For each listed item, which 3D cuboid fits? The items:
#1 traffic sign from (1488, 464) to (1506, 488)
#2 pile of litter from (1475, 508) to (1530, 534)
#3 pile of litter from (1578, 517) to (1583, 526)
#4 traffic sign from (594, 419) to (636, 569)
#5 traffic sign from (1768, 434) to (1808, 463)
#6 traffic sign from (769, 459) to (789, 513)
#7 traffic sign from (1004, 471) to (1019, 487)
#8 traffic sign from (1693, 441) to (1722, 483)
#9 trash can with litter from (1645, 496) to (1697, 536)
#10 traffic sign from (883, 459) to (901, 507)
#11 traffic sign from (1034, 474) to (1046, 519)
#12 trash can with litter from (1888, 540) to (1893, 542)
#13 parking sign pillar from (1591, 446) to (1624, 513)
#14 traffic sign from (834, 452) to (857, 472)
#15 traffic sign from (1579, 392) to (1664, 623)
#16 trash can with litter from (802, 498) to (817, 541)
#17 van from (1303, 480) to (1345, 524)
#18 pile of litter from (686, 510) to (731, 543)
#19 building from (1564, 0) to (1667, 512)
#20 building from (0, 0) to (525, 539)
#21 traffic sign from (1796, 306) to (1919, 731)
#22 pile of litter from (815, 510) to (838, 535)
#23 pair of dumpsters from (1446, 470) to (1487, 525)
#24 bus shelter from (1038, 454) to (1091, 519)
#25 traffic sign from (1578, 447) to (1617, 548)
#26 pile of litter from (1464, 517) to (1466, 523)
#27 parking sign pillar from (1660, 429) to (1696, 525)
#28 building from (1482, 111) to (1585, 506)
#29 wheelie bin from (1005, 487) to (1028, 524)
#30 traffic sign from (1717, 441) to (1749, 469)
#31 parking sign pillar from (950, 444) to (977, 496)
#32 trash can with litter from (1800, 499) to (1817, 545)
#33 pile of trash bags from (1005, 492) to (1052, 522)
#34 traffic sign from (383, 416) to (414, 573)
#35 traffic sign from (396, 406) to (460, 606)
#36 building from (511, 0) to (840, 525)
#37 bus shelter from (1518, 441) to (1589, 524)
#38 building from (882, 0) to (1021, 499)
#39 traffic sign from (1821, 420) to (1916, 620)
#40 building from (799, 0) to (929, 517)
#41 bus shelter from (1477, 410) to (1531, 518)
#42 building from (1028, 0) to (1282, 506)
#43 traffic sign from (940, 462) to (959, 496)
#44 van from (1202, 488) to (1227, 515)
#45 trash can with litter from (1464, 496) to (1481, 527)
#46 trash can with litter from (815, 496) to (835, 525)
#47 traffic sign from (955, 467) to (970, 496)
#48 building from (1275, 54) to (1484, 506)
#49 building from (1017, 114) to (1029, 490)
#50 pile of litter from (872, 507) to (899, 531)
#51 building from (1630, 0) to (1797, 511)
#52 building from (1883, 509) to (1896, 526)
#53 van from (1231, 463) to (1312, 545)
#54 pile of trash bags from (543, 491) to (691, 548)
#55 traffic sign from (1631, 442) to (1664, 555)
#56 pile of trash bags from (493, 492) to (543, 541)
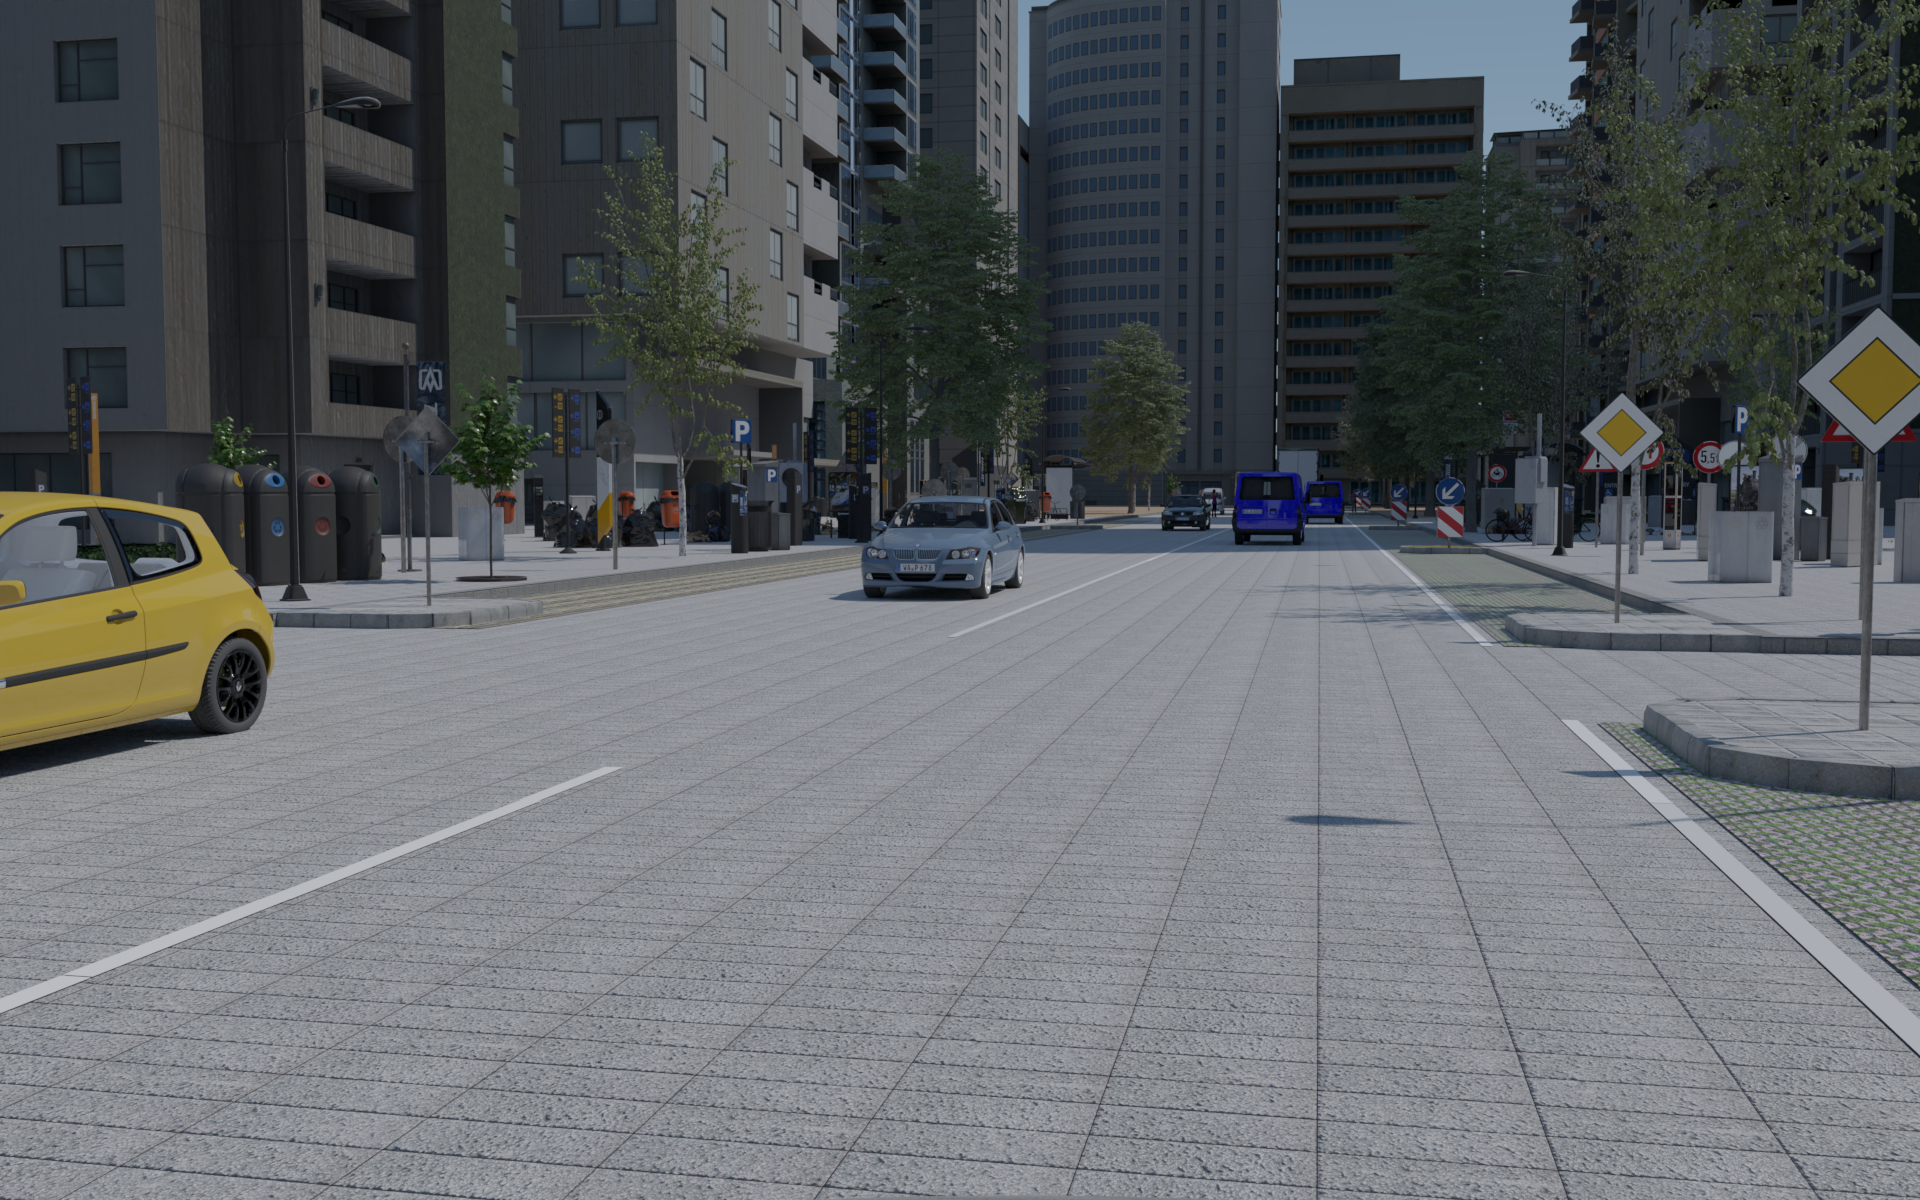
[{"bbox_3d":[22.937,-4.521,74.024,0.768,2.556,0.104,1,4,15],"label":"traffic sign"},{"bbox_3d":[17.525,-2.561,55.832,1.176,0.858,1.719,-3,5,-43],"label":"pile of litter"},{"bbox_3d":[22.667,-3.125,65.059,1.719,0.858,1.176,-1,4,-21],"label":"pile of litter"},{"bbox_3d":[-5.866,-1.793,29.416,0.768,2.556,0.104,1,4,14],"label":"traffic sign"},{"bbox_3d":[17.177,-2.197,36.033,0.768,2.556,0.104,1,4,16],"label":"traffic sign"},{"bbox_3d":[-5.216,-2.929,50.014,0.606,2.300,0.079,1,4,14],"label":"traffic sign"},{"bbox_3d":[2.586,-5.261,87.203,0.795,2.450,0.064,1,4,16],"label":"traffic sign"},{"bbox_3d":[18.079,-2.551,41.822,0.768,2.556,0.104,1,4,13],"label":"traffic sign"},{"bbox_3d":[22.231,-2.629,54.036,2.233,1.210,1.678,1,4,9],"label":"trash can with litter"},{"bbox_3d":[-2.540,-3.879,63.532,0.768,2.556,0.104,1,4,15],"label":"traffic sign"},{"bbox_3d":[4.057,-5.245,87.892,0.606,2.300,0.079,1,4,17],"label":"traffic sign"},{"bbox_3d":[25.832,-2.133,45.924,2.233,1.210,1.678,1,4,19],"label":"trash can with litter"},{"bbox_3d":[29.274,-5.494,78.303,1.447,3.967,1.447,0,4,4],"label":"parking sign pillar"},{"bbox_3d":[-3.484,-3.214,52.555,0.884,2.594,0.081,1,4,15],"label":"traffic sign"},{"bbox_3d":[6.535,-0.828,17.173,0.795,2.450,0.064,1,4,12],"label":"traffic sign"},{"bbox_3d":[-4.404,-2.176,46.968,1.055,1.170,0.624,0,4,-8],"label":"trash can with litter"},{"bbox_3d":[17.642,-4.892,84.373,2.240,2.365,5.245,1,4,10],"label":"van"},{"bbox_3d":[-6.833,-1.978,46.298,1.176,0.858,1.719,3,5,45],"label":"pile of litter"},{"bbox_3d":[58.293,-29.156,131.328,22.147,44.769,28.867,1,4,12],"label":"building"},{"bbox_3d":[-22.323,-17.005,49.725,14.160,30.474,14.107,1,4,12],"label":"building"},{"bbox_3d":[4.911,-0.349,9.354,0.795,2.450,0.064,1,4,12],"label":"traffic sign"},{"bbox_3d":[-4.352,-2.498,54.808,1.176,0.858,1.719,1,4,22],"label":"pile of litter"},{"bbox_3d":[21.158,-4.293,72.681,1.574,2.255,4.437,1,4,12],"label":"pair of dumpsters"},{"bbox_3d":[5.536,-5.944,91.107,2.014,3.302,5.546,1,4,12],"label":"bus shelter"},{"bbox_3d":[15.264,-2.537,41.480,0.884,2.594,0.081,1,4,19],"label":"traffic sign"},{"bbox_3d":[21.711,-3.797,76.053,1.719,0.858,1.176,-2,4,-31],"label":"pile of litter"},{"bbox_3d":[29.649,-5.077,71.478,1.447,3.967,1.447,3,5,41],"label":"parking sign pillar"},{"bbox_3d":[64.679,-30.870,188.314,14.086,41.232,14.154,1,4,12],"label":"building"},{"bbox_3d":[2.395,-4.039,73.948,0.980,1.594,0.693,-2,4,-29],"label":"wheelie bin"},{"bbox_3d":[18.539,-2.532,41.496,0.768,2.556,0.104,1,4,21],"label":"traffic sign"},{"bbox_3d":[0.186,-6.042,87.260,1.447,3.967,1.447,-1,4,-18],"label":"parking sign pillar"},{"bbox_3d":[19.181,-1.693,39.064,0.624,1.170,1.055,-1,4,-10],"label":"trash can with litter"},{"bbox_3d":[2.814,-4.353,80.930,3.447,1.369,1.912,-2,4,-32],"label":"pile of trash bags"},{"bbox_3d":[-9.064,-1.715,28.148,0.768,2.556,0.104,1,4,19],"label":"traffic sign"},{"bbox_3d":[-6.087,-0.989,19.805,0.795,2.450,0.064,1,4,12],"label":"traffic sign"},{"bbox_3d":[-21.857,-30.290,84.476,28.713,52.752,27.495,1,4,12],"label":"building"},{"bbox_3d":[23.586,-4.596,69.065,2.014,3.302,5.546,1,4,12],"label":"bus shelter"},{"bbox_3d":[-6.557,-43.448,148.620,20.611,71.187,20.563,1,4,12],"label":"building"},{"bbox_3d":[9.202,-1.076,17.595,0.884,2.594,0.081,1,4,13],"label":"traffic sign"},{"bbox_3d":[-14.388,-48.901,112.208,22.319,86.520,31.000,1,4,12],"label":"building"},{"bbox_3d":[25.081,-6.293,80.523,2.179,5.291,8.768,1,4,12],"label":"bus shelter"},{"bbox_3d":[22.502,-40.265,200.327,28.212,58.520,21.231,1,4,12],"label":"building"},{"bbox_3d":[-0.424,-4.141,67.805,0.768,2.556,0.104,1,4,14],"label":"traffic sign"},{"bbox_3d":[17.573,-6.948,120.619,2.013,2.044,4.112,1,4,10],"label":"van"},{"bbox_3d":[19.822,-3.411,66.835,2.233,1.210,1.678,-3,4,-36],"label":"trash can with litter"},{"bbox_3d":[-6.131,-3.687,71.332,2.233,1.210,1.678,-1,4,-17],"label":"trash can with litter"},{"bbox_3d":[0.081,-5.029,82.324,0.768,2.556,0.104,1,4,17],"label":"traffic sign"},{"bbox_3d":[46.806,-34.953,195.183,21.600,48.544,21.300,1,4,12],"label":"building"},{"bbox_3d":[0.972,-33.714,201.341,14.200,45.320,14.600,1,4,12],"label":"building"},{"bbox_3d":[-2.529,-2.817,60.016,1.176,0.858,1.719,-3,5,-44],"label":"pile of litter"},{"bbox_3d":[56.512,-31.406,102.726,28.713,52.752,27.495,1,4,12],"label":"building"},{"bbox_3d":[45.614,-38.647,70.133,20.563,71.187,20.611,1,4,12],"label":"building"},{"bbox_3d":[9.033,-2.808,50.294,2.240,2.365,5.245,1,4,13],"label":"van"},{"bbox_3d":[-8.146,-1.998,42.417,1.912,1.369,3.447,3,4,38],"label":"pile of trash bags"},{"bbox_3d":[14.269,-2.206,36.168,0.768,2.556,0.104,1,4,16],"label":"traffic sign"},{"bbox_3d":[-11.198,-2.327,47.804,3.447,1.369,1.912,0,4,6],"label":"pile of trash bags"}]
